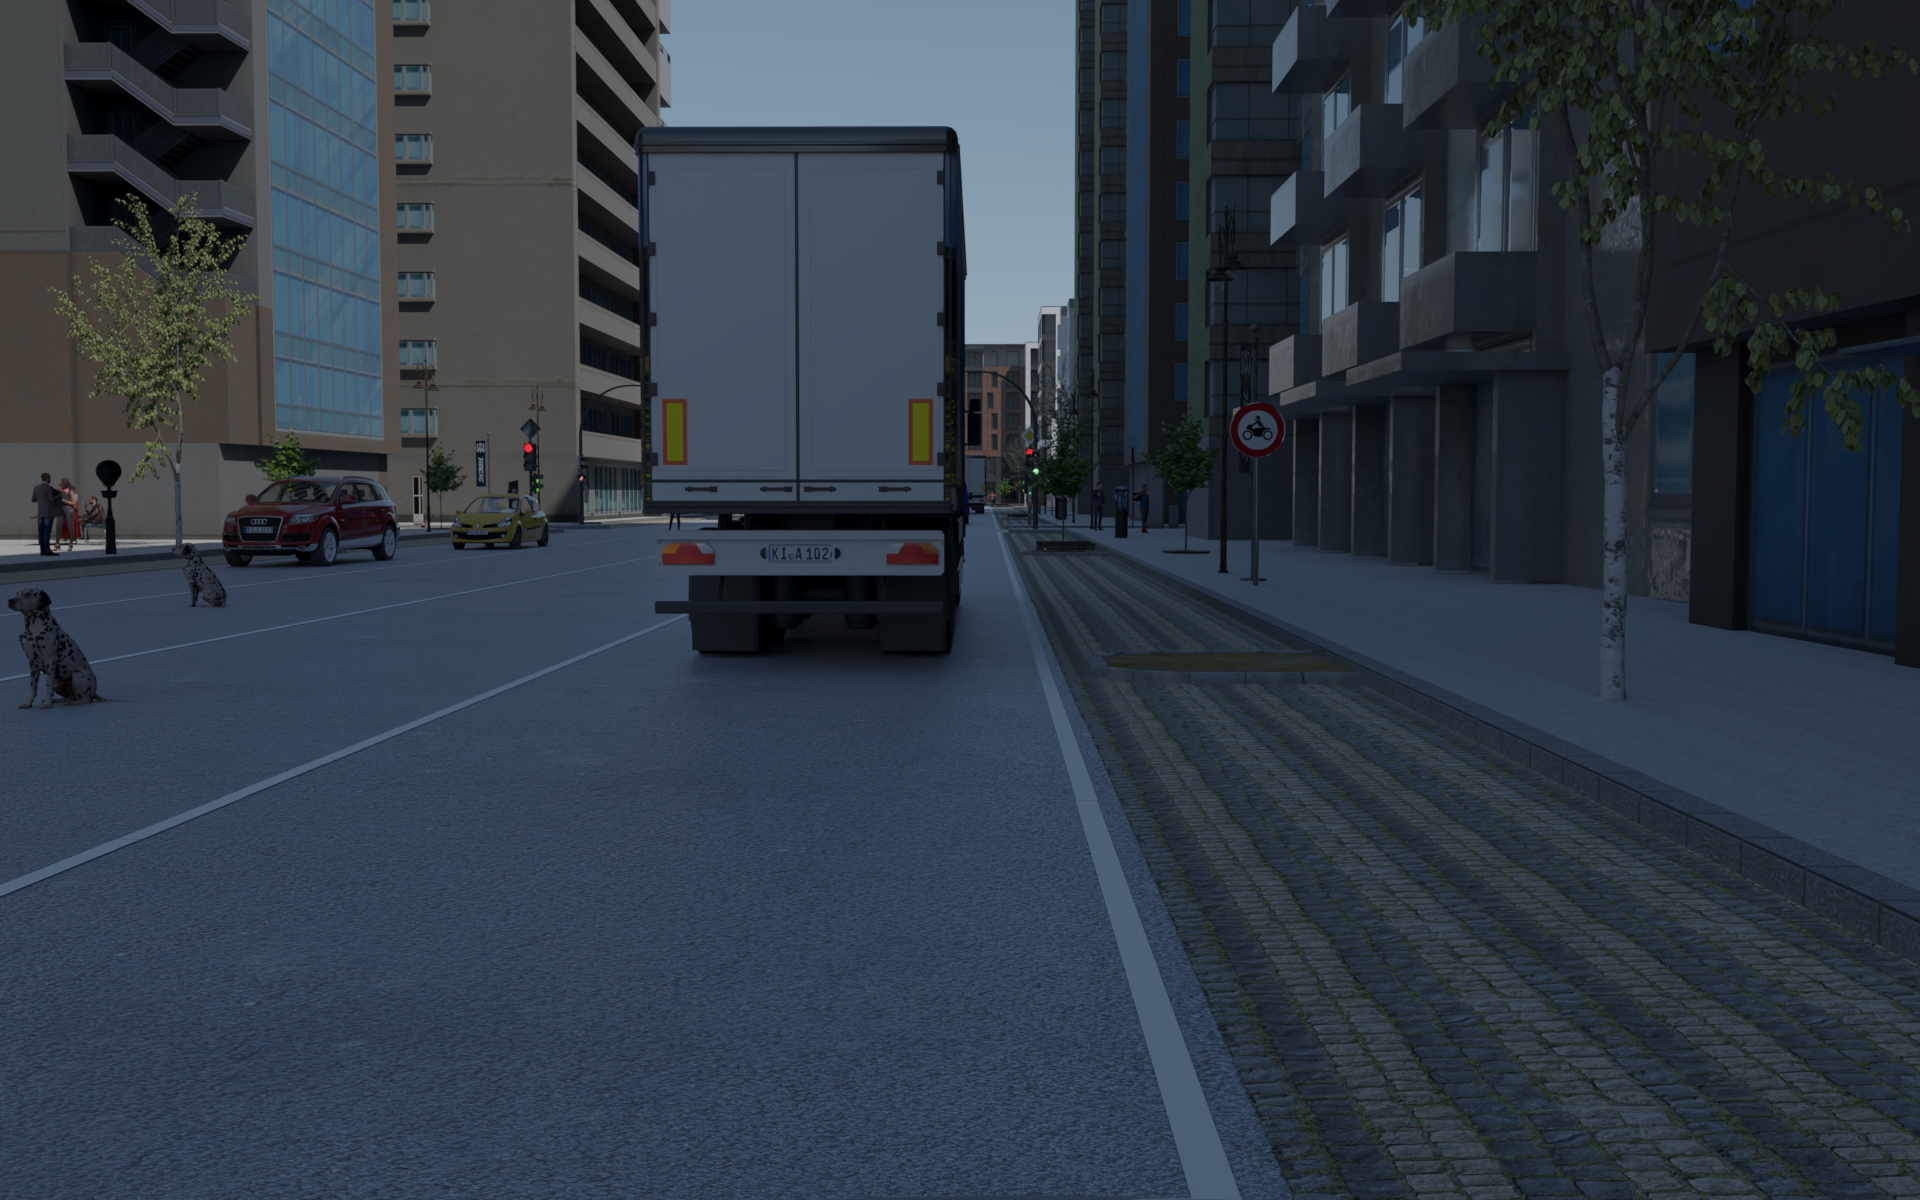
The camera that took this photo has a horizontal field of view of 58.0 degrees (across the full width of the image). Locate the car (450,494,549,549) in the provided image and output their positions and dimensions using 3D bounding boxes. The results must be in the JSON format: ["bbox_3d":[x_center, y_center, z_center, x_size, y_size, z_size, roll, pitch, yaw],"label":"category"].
[{"bbox_3d":[-12.220,-2.191,46.044,2.015,1.641,3.980,0,4,2],"label":"car"}]

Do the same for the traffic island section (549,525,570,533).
[{"bbox_3d":[-15.890,-2.561,64.147,2.009,0.180,2.903,0,4,1],"label":"traffic island section"}]

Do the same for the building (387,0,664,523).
[{"bbox_3d":[-27.584,-28.307,86.520,21.300,48.544,21.600,0,4,1],"label":"building"}]

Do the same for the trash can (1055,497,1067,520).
[{"bbox_3d":[5.001,-4.530,85.723,0.748,1.137,0.748,0,3,0],"label":"trash can"}]

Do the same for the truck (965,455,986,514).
[{"bbox_3d":[0.573,-8.628,129.984,2.839,4.237,11.283,0,4,-1],"label":"truck"}]

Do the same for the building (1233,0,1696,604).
[{"bbox_3d":[18.212,-25.172,31.178,23.786,49.044,30.456,0,4,1],"label":"building"}]

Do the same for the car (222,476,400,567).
[{"bbox_3d":[-13.381,-1.667,35.936,2.281,1.827,5.304,0,4,3],"label":"car"}]

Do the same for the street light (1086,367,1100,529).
[{"bbox_3d":[4.830,-5.532,63.234,0.468,5.910,1.993,0,4,1],"label":"street light"}]

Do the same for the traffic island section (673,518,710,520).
[{"bbox_3d":[-15.078,-4.526,96.870,1.991,0.108,1.994,0,4,1],"label":"traffic island section"}]

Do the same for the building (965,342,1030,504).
[{"bbox_3d":[6.818,-24.594,246.085,32.646,21.610,27.936,0,4,1],"label":"building"}]

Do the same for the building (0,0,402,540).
[{"bbox_3d":[-27.296,-24.722,54.320,14.200,45.320,14.600,0,4,1],"label":"building"}]

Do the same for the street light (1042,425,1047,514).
[{"bbox_3d":[5.512,-8.508,111.892,0.468,5.910,1.993,0,4,1],"label":"street light"}]

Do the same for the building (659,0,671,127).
[{"bbox_3d":[-35.093,-32.401,118.993,28.713,52.752,27.495,0,4,1],"label":"building"}]

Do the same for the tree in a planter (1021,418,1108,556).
[{"bbox_3d":[2.446,-2.666,40.819,1.991,3.239,1.994,0,4,1],"label":"tree in a planter"}]

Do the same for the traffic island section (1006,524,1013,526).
[{"bbox_3d":[2.908,-3.032,71.849,2.009,0.180,2.903,0,4,1],"label":"traffic island section"}]

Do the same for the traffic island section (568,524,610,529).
[{"bbox_3d":[-15.771,-3.049,72.131,2.009,0.180,2.903,0,4,1],"label":"traffic island section"}]

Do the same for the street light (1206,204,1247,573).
[{"bbox_3d":[4.277,-3.374,27.954,0.468,5.910,1.993,0,4,1],"label":"street light"}]

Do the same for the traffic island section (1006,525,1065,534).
[{"bbox_3d":[2.789,-2.543,63.864,2.009,0.180,2.903,0,4,1],"label":"traffic island section"}]

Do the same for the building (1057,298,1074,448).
[{"bbox_3d":[16.723,-18.189,153.808,16.016,20.091,11.380,0,4,1],"label":"building"}]

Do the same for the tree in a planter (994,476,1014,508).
[{"bbox_3d":[4.428,-10.797,173.752,1.991,3.239,1.994,0,4,1],"label":"tree in a planter"}]

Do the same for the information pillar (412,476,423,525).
[{"bbox_3d":[-22.323,-4.088,71.332,0.304,2.012,0.304,0,4,7],"label":"information pillar"}]

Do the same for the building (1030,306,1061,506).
[{"bbox_3d":[23.023,-22.036,204.258,27.936,21.610,32.646,0,4,1],"label":"building"}]

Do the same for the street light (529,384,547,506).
[{"bbox_3d":[-17.773,-6.129,73.003,0.468,5.910,1.993,0,4,1],"label":"street light"}]

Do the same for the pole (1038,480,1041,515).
[{"bbox_3d":[4.991,-7.009,108.446,0.158,3.312,0.155,0,3,0],"label":"pole"}]

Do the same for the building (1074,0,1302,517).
[{"bbox_3d":[14.519,-26.359,114.568,14.154,41.232,14.086,0,4,1],"label":"building"}]

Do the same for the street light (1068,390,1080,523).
[{"bbox_3d":[5.070,-6.381,77.112,0.468,5.910,1.993,0,4,1],"label":"street light"}]

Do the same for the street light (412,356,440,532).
[{"bbox_3d":[-17.942,-5.232,58.335,0.468,5.910,1.993,0,4,1],"label":"street light"}]

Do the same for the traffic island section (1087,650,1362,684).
[{"bbox_3d":[2.037,0.544,13.974,1.991,0.108,1.994,0,4,1],"label":"traffic island section"}]

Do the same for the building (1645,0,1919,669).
[{"bbox_3d":[13.702,-21.955,9.070,14.600,45.320,14.200,0,4,1],"label":"building"}]

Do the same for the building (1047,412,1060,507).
[{"bbox_3d":[13.642,-14.207,174.424,9.099,9.664,28.070,0,4,1],"label":"building"}]

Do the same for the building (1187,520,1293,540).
[{"bbox_3d":[14.023,-22.637,53.710,14.154,41.232,14.086,0,4,1],"label":"building"}]

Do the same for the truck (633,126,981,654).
[{"bbox_3d":[-1.183,-1.830,18.838,2.839,4.237,11.283,0,4,1],"label":"truck"}]

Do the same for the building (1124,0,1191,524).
[{"bbox_3d":[15.091,-26.187,78.267,14.200,45.320,14.600,0,4,1],"label":"building"}]

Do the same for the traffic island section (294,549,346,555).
[{"bbox_3d":[-15.906,-1.145,41.580,1.991,0.108,1.994,0,4,1],"label":"traffic island section"}]

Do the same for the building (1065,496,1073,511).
[{"bbox_3d":[24.512,-27.021,133.675,32.217,40.220,23.993,0,4,1],"label":"building"}]

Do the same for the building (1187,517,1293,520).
[{"bbox_3d":[14.719,-25.499,100.504,14.154,41.232,14.086,0,4,1],"label":"building"}]
